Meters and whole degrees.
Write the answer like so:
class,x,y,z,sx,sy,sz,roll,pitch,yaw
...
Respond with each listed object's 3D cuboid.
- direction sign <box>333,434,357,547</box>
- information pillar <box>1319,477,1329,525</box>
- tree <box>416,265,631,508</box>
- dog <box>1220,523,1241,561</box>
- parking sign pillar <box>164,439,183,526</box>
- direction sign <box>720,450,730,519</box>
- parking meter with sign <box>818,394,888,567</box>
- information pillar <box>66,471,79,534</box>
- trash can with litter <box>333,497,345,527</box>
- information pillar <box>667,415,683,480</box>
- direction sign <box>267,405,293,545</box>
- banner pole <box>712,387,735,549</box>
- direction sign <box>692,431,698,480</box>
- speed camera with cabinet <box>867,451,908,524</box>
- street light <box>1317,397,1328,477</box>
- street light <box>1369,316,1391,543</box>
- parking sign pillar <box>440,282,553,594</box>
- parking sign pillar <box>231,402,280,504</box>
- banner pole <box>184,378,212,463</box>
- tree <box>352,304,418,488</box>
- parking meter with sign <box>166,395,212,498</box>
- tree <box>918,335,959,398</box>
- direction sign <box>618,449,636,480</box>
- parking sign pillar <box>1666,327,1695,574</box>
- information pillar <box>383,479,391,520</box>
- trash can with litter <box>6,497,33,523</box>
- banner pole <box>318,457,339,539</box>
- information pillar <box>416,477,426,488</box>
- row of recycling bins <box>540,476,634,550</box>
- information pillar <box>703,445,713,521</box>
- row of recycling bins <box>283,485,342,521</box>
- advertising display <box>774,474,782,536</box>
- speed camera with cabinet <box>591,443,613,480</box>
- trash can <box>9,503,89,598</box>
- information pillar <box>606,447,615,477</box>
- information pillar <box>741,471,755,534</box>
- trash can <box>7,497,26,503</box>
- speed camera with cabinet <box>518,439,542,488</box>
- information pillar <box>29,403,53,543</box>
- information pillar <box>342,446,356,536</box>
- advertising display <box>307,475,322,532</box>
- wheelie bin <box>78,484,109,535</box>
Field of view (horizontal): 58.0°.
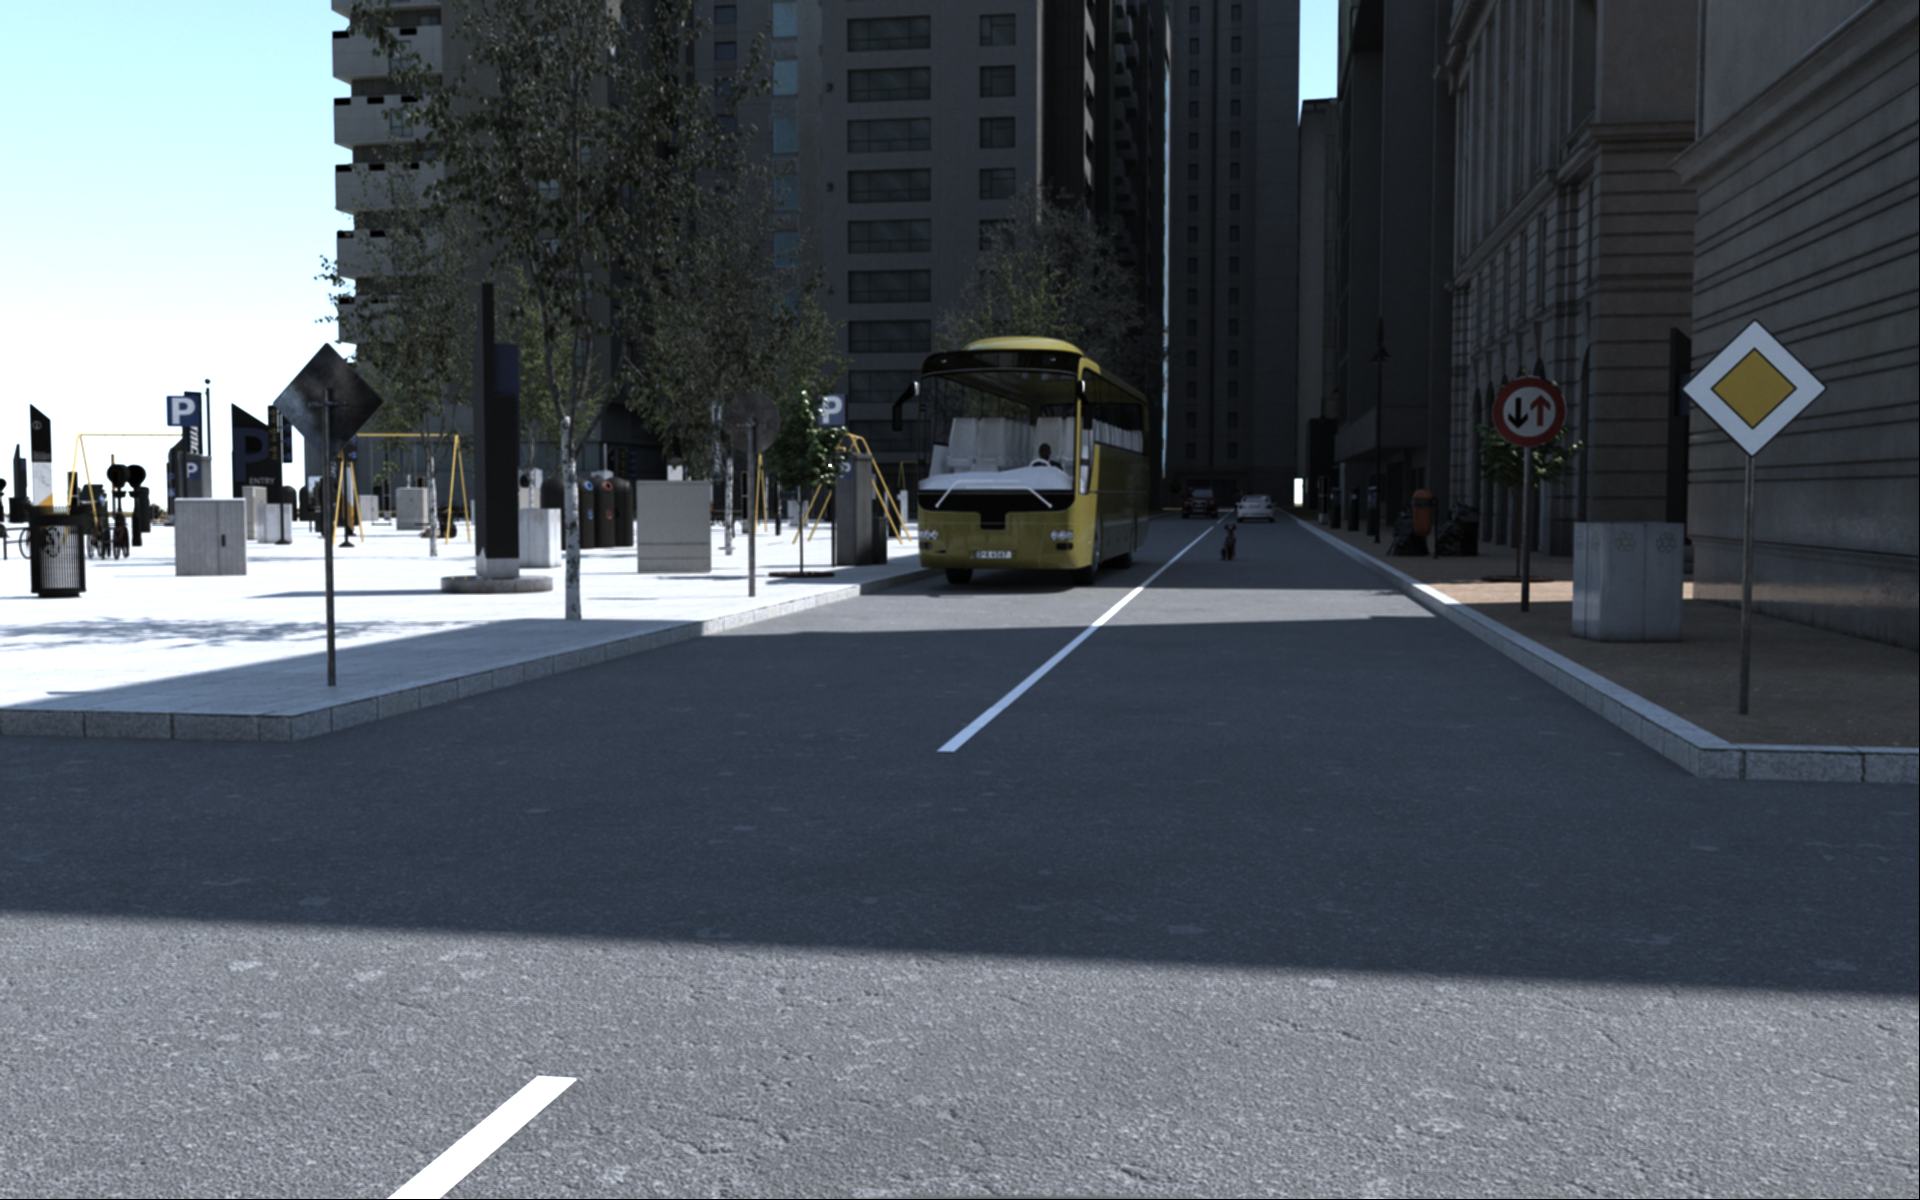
class,x,y,z,sx,sy,sz,roll,pitch,yaw
direction sign,-14.870,-3.051,41.880,0.379,3.537,0.876,1,4,20
information pillar,15.222,-4.159,72.484,0.304,2.012,0.304,-1,4,-18
tree,-13.630,-6.347,54.133,4.737,8.622,4.395,0,3,0
dog,5.913,-1.267,37.559,0.513,0.831,0.800,3,4,39
parking sign pillar,-31.096,-4.940,69.243,1.447,3.967,1.447,1,4,15
direction sign,-12.196,-5.945,89.196,0.876,3.537,0.379,-3,5,-42
parking meter with sign,-1.872,-2.126,31.026,0.543,3.016,1.738,2,4,25
information pillar,-28.680,-3.151,56.005,0.304,2.012,0.304,-2,4,-34
trash can with litter,-24.147,-3.441,67.651,0.624,1.170,1.055,-1,4,-11
information pillar,-8.269,-3.608,50.343,0.504,3.616,0.183,-3,5,-42
direction sign,-17.250,-3.180,43.998,0.876,3.537,0.379,2,4,30
banner pole,-5.594,-3.089,40.520,0.401,3.779,0.863,-3,4,-39
direction sign,-9.147,-4.147,59.795,0.379,3.537,0.876,0,4,1
speed camera with cabinet,-3.299,-4.938,75.066,2.038,3.252,0.660,0,4,-4
street light,17.293,-6.731,82.840,0.468,5.910,1.993,1,4,10
street light,10.933,-4.429,45.205,0.468,5.910,1.993,1,4,10
parking sign pillar,-6.125,-2.100,22.814,1.447,3.967,1.447,-1,4,-22
parking sign pillar,-20.701,-3.821,50.947,1.447,3.967,1.447,-1,4,-18
banner pole,-16.375,-2.896,37.367,0.401,3.779,0.863,2,4,25
tree,-21.031,-7.019,65.116,4.737,8.622,4.395,0,3,0
parking meter with sign,-13.887,-2.158,31.541,0.543,3.016,1.738,-1,4,-10
tree,0.029,-7.802,77.929,4.360,8.622,3.978,0,3,0
direction sign,-16.754,-5.826,87.245,0.876,3.537,0.379,-2,4,-26
parking sign pillar,12.204,-2.429,28.194,1.447,3.967,1.447,-1,4,-15
information pillar,-28.205,-4.941,85.274,0.304,2.012,0.304,-1,4,-12
trash can with litter,-42.218,-4.058,77.737,1.055,1.170,0.624,-3,5,-42
banner pole,-18.193,-3.666,49.954,0.863,3.779,0.401,2,4,28
information pillar,-22.722,-4.193,73.053,0.304,2.012,0.304,0,3,0
row of recycling bins,-8.843,-2.072,40.986,1.069,1.692,3.534,1,4,17
information pillar,-12.028,-5.595,82.829,0.504,3.616,0.183,1,4,19
row of recycling bins,-30.549,-4.608,82.449,3.534,1.692,1.069,-2,4,-28
advertising display,-5.658,-2.976,53.879,0.123,1.923,0.974,0,4,2
speed camera with cabinet,-14.563,-4.503,67.952,2.038,3.252,0.660,2,4,30
trash can,-11.224,-0.605,21.538,0.748,1.137,0.748,0,3,0
information pillar,-17.437,-5.818,86.484,0.183,3.616,0.504,3,4,36
information pillar,-6.865,-3.159,56.135,0.304,2.012,0.304,3,5,40
trash can,-41.440,-3.942,76.113,0.748,1.137,0.748,0,3,0
speed camera with cabinet,-16.000,-4.137,61.977,2.038,3.252,0.660,1,4,14
information pillar,-23.801,-3.274,44.878,0.504,3.616,0.183,-3,5,-43
information pillar,-18.812,-3.783,53.202,0.504,3.616,0.183,3,4,36
advertising display,-21.537,-3.244,58.256,0.974,1.923,0.123,1,4,23
wheelie bin,-27.475,-2.875,54.910,0.980,1.594,0.693,0,4,4
